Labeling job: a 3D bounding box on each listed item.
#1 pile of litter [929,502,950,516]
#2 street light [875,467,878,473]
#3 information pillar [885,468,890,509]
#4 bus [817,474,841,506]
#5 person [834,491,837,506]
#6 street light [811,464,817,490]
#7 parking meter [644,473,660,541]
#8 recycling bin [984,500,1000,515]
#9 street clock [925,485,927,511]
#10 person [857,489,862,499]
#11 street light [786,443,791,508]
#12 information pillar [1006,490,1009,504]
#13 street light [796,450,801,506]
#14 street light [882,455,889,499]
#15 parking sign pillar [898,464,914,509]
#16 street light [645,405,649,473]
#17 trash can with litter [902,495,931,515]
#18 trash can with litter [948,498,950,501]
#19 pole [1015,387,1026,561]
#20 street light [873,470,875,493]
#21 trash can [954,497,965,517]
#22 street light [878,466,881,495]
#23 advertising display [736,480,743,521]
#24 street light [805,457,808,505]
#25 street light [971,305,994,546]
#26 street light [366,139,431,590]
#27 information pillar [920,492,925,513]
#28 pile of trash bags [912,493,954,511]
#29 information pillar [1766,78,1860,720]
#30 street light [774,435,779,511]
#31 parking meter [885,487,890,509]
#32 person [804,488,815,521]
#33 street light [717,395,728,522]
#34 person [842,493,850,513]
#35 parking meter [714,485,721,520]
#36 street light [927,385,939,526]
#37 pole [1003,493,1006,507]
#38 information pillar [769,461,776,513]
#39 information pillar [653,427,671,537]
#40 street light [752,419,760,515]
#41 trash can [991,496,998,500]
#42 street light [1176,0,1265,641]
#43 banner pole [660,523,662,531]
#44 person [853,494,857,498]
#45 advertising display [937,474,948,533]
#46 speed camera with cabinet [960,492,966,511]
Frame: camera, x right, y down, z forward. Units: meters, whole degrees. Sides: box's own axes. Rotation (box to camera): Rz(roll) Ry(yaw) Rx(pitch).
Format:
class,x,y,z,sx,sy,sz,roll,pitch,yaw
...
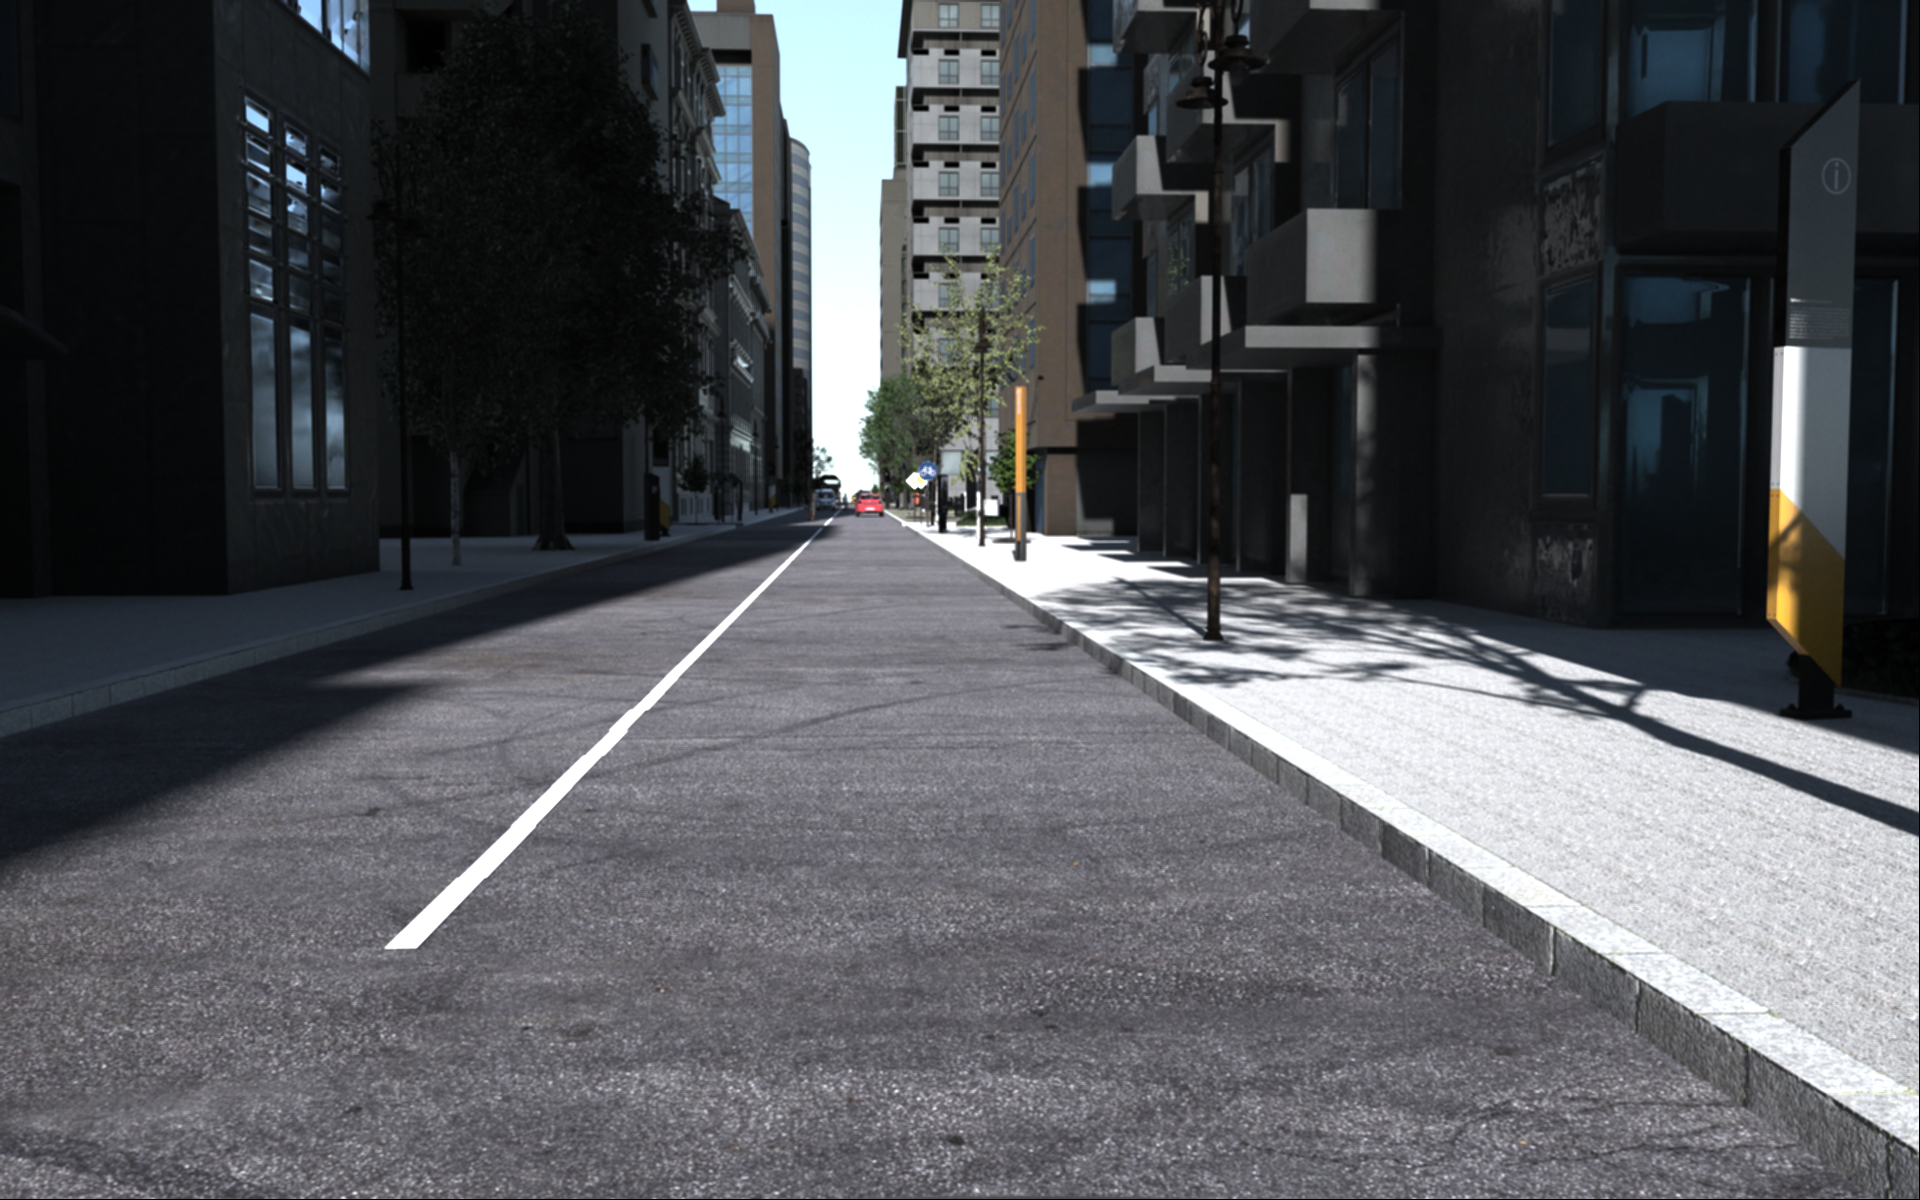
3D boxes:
class,x,y,z,sx,sy,sz,roll,pitch,yaw
pile of litter,-1.306,-5.331,101.133,1.176,0.858,1.719,-3,4,-37
street light,-10.737,-15.753,230.347,0.468,5.910,1.993,0,4,-3
information pillar,-6.424,-9.918,153.518,0.504,3.616,0.183,-1,4,-10
bus,-16.534,-13.988,220.252,2.896,3.916,12.252,0,4,-2
person,-15.159,-12.438,211.496,0.705,1.869,1.348,0,4,-5
street light,-20.284,-16.250,238.479,0.468,5.910,1.993,0,4,-3
parking meter,-8.490,-2.572,47.756,0.255,1.863,0.399,3,4,39
recycling bin,1.356,-4.126,80.016,0.722,1.027,0.722,-3,4,-36
street clock,-2.597,-7.642,129.523,0.358,2.002,0.471,-1,4,-16
person,-8.573,-8.592,148.841,0.638,1.841,0.748,-2,4,-24
street light,-15.441,-11.217,156.189,0.468,5.910,1.993,0,4,-3
information pillar,4.017,-8.567,144.561,0.304,2.012,0.304,1,4,18
street light,-17.049,-12.850,182.883,0.468,5.910,1.993,0,4,-3
street light,-7.503,-12.474,176.730,0.468,5.910,1.993,0,4,-3
parking sign pillar,-4.485,-9.652,146.287,1.447,3.967,1.447,0,4,6
street light,-9.002,-4.707,49.739,0.468,5.910,1.993,0,4,-3
trash can with litter,-2.543,-5.950,108.333,2.233,1.210,1.678,-1,4,-9
trash can with litter,-1.138,-6.487,117.448,0.624,1.170,1.055,1,4,22
pole,1.159,-2.394,32.991,0.158,3.312,0.155,0,3,0
street light,-12.433,-17.558,259.860,0.468,5.910,1.993,0,4,-3
trash can,-0.016,-5.341,98.973,0.748,1.137,0.748,0,3,0
street light,-9.101,-14.120,203.655,0.468,5.910,1.993,0,4,-3
advertising display,-10.509,-4.728,82.518,0.123,1.923,0.974,-1,4,-17
street light,-18.585,-14.485,209.615,0.468,5.910,1.993,0,4,-3
street light,0.541,-4.261,42.452,0.468,5.910,1.993,0,4,-3
street light,-7.421,-3.074,23.044,0.468,5.910,1.993,0,4,-3
information pillar,-2.500,-6.846,116.421,0.304,2.012,0.304,0,4,-5
pile of trash bags,-1.956,-7.462,131.748,3.447,1.369,1.912,1,4,11
information pillar,4.842,-1.130,9.825,0.504,3.616,0.183,-1,4,-18
street light,-14.067,-9.813,133.237,0.468,5.910,1.993,0,4,-3
parking meter,-6.190,-8.675,147.548,0.399,1.863,0.255,0,4,2
person,-8.054,-5.130,92.727,0.532,1.782,0.716,-2,4,-33
street light,-10.899,-6.528,79.517,0.468,5.910,1.993,0,4,-3
person,-8.627,-7.331,130.962,0.523,1.515,0.503,1,4,22
parking meter,-12.005,-4.901,85.840,0.255,1.863,0.399,1,4,8
street light,-1.126,-5.980,70.568,0.468,5.910,1.993,0,4,-3
pole,3.033,-7.593,117.986,0.158,3.312,0.155,0,3,0
information pillar,-13.055,-7.887,120.300,0.504,3.616,0.183,-1,4,-9
information pillar,-9.013,-3.728,52.305,0.504,3.616,0.183,-1,4,-10
street light,-12.516,-8.160,106.211,0.468,5.910,1.993,0,4,-3
trash can,3.101,-8.734,154.454,0.748,1.137,0.748,0,3,0
street light,2.230,-2.585,15.059,0.468,5.910,1.993,0,4,-3
banner pole,-10.206,-4.255,59.583,0.401,3.779,0.863,-3,4,-37
person,-13.485,-13.497,229.200,1.348,1.821,0.705,1,4,11
advertising display,-0.575,-3.181,57.224,0.123,1.923,0.974,1,4,13
speed camera with cabinet,0.603,-7.840,122.524,0.660,3.252,2.038,-1,4,-19
